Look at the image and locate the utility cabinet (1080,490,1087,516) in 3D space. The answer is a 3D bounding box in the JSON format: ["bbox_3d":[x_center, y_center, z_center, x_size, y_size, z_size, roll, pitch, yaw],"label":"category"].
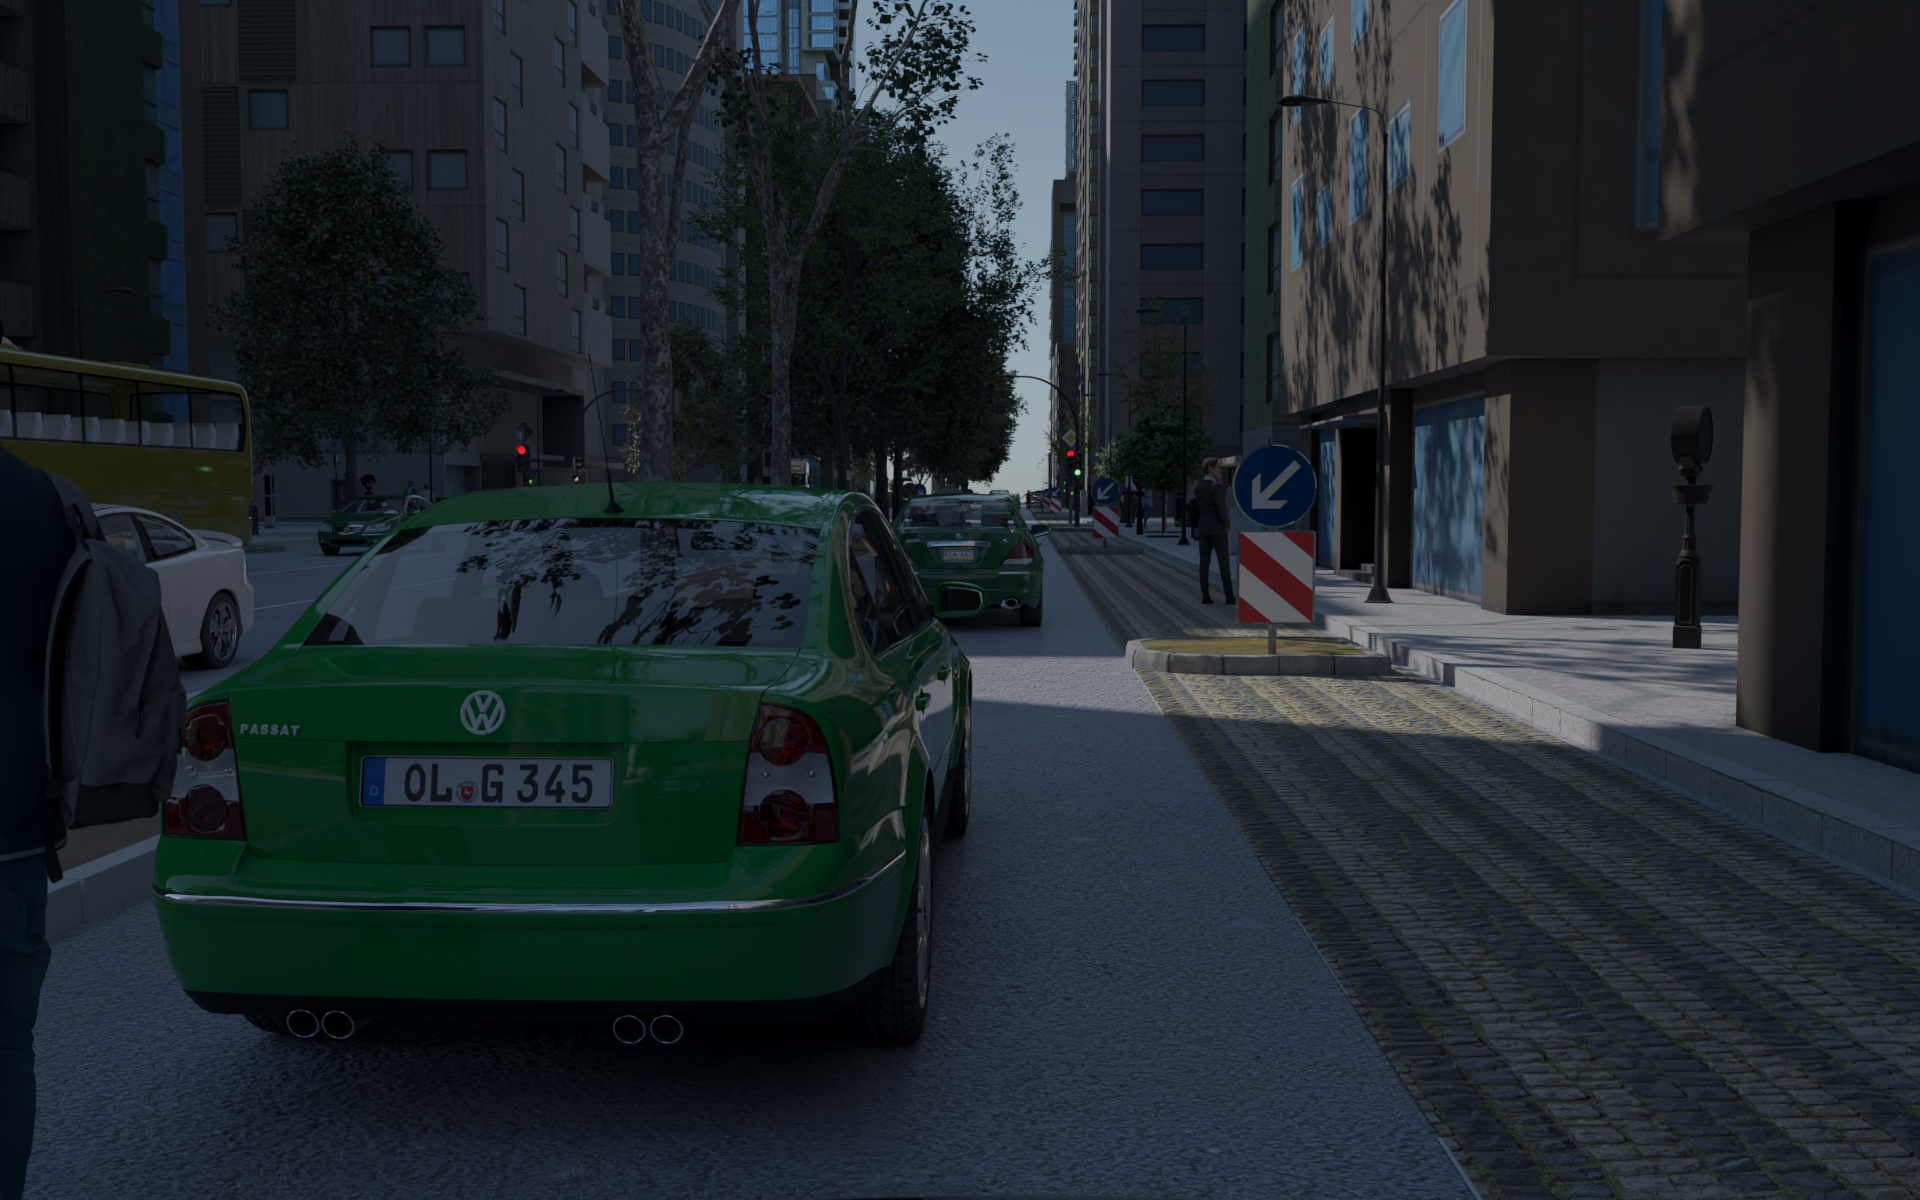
[{"bbox_3d":[7.148,-5.592,100.100,0.318,1.500,1.173,0,4,1],"label":"utility cabinet"}]

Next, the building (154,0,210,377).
[{"bbox_3d":[-37.622,-25.207,62.252,14.200,45.320,14.600,0,4,2],"label":"building"}]

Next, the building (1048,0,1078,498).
[{"bbox_3d":[24.745,-57.997,260.913,22.319,86.520,31.000,0,4,2],"label":"building"}]

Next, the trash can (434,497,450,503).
[{"bbox_3d":[-22.697,-3.940,76.064,0.748,1.137,0.748,0,3,0],"label":"trash can"}]

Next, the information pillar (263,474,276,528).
[{"bbox_3d":[-25.795,-3.682,64.695,0.304,2.012,0.304,0,4,1],"label":"information pillar"}]

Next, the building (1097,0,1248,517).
[{"bbox_3d":[19.298,-34.705,109.432,21.231,58.520,28.212,0,4,2],"label":"building"}]

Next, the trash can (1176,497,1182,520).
[{"bbox_3d":[9.783,-3.945,76.159,0.748,1.137,0.748,0,3,0],"label":"trash can"}]

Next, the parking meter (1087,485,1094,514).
[{"bbox_3d":[8.055,-6.190,106.912,0.255,1.863,0.399,-2,4,-26],"label":"parking meter"}]

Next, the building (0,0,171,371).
[{"bbox_3d":[-28.490,-16.372,39.387,14.160,30.474,14.107,0,4,2],"label":"building"}]

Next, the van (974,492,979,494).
[{"bbox_3d":[2.563,-17.668,295.877,2.013,2.044,4.112,0,4,3],"label":"van"}]

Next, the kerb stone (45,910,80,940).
[{"bbox_3d":[-2.999,1.036,5.260,0.120,0.150,1.000,0,4,2],"label":"kerb stone"}]

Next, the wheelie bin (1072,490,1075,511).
[{"bbox_3d":[8.993,-7.761,134.793,0.980,1.594,0.693,2,4,30],"label":"wheelie bin"}]

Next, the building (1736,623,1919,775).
[{"bbox_3d":[10.608,-21.479,1.290,14.600,45.320,14.200,0,4,2],"label":"building"}]

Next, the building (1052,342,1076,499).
[{"bbox_3d":[25.303,-22.355,210.546,27.650,21.520,28.899,0,4,2],"label":"building"}]

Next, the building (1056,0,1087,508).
[{"bbox_3d":[20.804,-45.640,184.459,20.563,71.187,20.611,0,4,2],"label":"building"}]

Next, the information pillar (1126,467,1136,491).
[{"bbox_3d":[7.964,-5.478,80.915,0.504,3.616,0.183,0,4,7],"label":"information pillar"}]

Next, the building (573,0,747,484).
[{"bbox_3d":[-29.184,-36.149,133.033,21.231,58.520,28.212,0,4,2],"label":"building"}]

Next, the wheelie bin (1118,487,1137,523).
[{"bbox_3d":[7.376,-4.153,75.817,0.693,1.594,0.980,2,4,27],"label":"wheelie bin"}]

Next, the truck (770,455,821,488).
[{"bbox_3d":[-11.933,-8.451,127.081,2.839,4.237,11.283,0,4,1],"label":"truck"}]

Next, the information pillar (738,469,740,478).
[{"bbox_3d":[-17.389,-8.822,135.600,0.183,3.616,0.504,-3,5,-40],"label":"information pillar"}]

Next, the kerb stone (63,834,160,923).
[{"bbox_3d":[-2.966,0.973,6.282,0.120,0.150,1.000,0,4,2],"label":"kerb stone"}]

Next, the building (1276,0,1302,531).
[{"bbox_3d":[14.467,-22.139,45.570,14.154,41.232,14.086,0,4,2],"label":"building"}]

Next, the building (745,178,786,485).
[{"bbox_3d":[-23.644,-23.608,157.684,14.160,30.474,14.107,0,4,2],"label":"building"}]

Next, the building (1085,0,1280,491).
[{"bbox_3d":[17.111,-27.862,139.145,14.154,41.232,14.086,0,4,2],"label":"building"}]

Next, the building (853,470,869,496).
[{"bbox_3d":[-20.274,-28.702,240.982,14.160,30.474,14.107,0,4,2],"label":"building"}]

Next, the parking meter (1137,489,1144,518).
[{"bbox_3d":[9.514,-5.060,91.145,0.372,1.533,0.369,0,3,0],"label":"parking meter"}]

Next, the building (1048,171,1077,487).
[{"bbox_3d":[19.606,-36.065,239.773,14.600,45.320,14.200,0,4,2],"label":"building"}]

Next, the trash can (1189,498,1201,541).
[{"bbox_3d":[6.684,-2.211,47.811,0.748,1.137,0.748,0,3,0],"label":"trash can"}]

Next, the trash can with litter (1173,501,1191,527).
[{"bbox_3d":[8.723,-3.384,66.715,1.055,1.170,0.624,1,4,21],"label":"trash can with litter"}]

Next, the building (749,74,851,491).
[{"bbox_3d":[-24.568,-35.516,204.386,21.300,48.544,21.600,0,4,2],"label":"building"}]

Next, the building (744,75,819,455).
[{"bbox_3d":[-26.458,-32.060,178.802,22.147,44.769,28.867,0,4,2],"label":"building"}]

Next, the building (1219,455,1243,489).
[{"bbox_3d":[27.230,-26.355,85.524,28.867,44.769,22.147,0,4,2],"label":"building"}]

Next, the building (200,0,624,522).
[{"bbox_3d":[-33.985,-30.595,89.461,28.713,52.752,27.495,0,4,2],"label":"building"}]

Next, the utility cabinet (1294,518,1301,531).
[{"bbox_3d":[7.094,-1.659,35.804,0.318,1.500,1.173,0,4,7],"label":"utility cabinet"}]

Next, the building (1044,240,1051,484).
[{"bbox_3d":[26.216,-41.174,292.797,23.786,49.044,30.456,0,4,2],"label":"building"}]

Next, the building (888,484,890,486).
[{"bbox_3d":[-26.195,-43.003,292.338,28.713,52.752,27.495,0,4,2],"label":"building"}]

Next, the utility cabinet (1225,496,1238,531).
[{"bbox_3d":[9.727,-3.023,60.584,1.020,1.237,0.306,0,4,3],"label":"utility cabinet"}]

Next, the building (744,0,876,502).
[{"bbox_3d":[-23.559,-58.064,262.009,22.319,86.520,31.000,0,4,2],"label":"building"}]

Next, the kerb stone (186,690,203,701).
[{"bbox_3d":[-4.892,0.659,11.453,0.120,0.150,1.000,0,4,2],"label":"kerb stone"}]

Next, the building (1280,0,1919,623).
[{"bbox_3d":[12.548,-22.831,23.395,14.600,45.320,14.200,0,4,2],"label":"building"}]
